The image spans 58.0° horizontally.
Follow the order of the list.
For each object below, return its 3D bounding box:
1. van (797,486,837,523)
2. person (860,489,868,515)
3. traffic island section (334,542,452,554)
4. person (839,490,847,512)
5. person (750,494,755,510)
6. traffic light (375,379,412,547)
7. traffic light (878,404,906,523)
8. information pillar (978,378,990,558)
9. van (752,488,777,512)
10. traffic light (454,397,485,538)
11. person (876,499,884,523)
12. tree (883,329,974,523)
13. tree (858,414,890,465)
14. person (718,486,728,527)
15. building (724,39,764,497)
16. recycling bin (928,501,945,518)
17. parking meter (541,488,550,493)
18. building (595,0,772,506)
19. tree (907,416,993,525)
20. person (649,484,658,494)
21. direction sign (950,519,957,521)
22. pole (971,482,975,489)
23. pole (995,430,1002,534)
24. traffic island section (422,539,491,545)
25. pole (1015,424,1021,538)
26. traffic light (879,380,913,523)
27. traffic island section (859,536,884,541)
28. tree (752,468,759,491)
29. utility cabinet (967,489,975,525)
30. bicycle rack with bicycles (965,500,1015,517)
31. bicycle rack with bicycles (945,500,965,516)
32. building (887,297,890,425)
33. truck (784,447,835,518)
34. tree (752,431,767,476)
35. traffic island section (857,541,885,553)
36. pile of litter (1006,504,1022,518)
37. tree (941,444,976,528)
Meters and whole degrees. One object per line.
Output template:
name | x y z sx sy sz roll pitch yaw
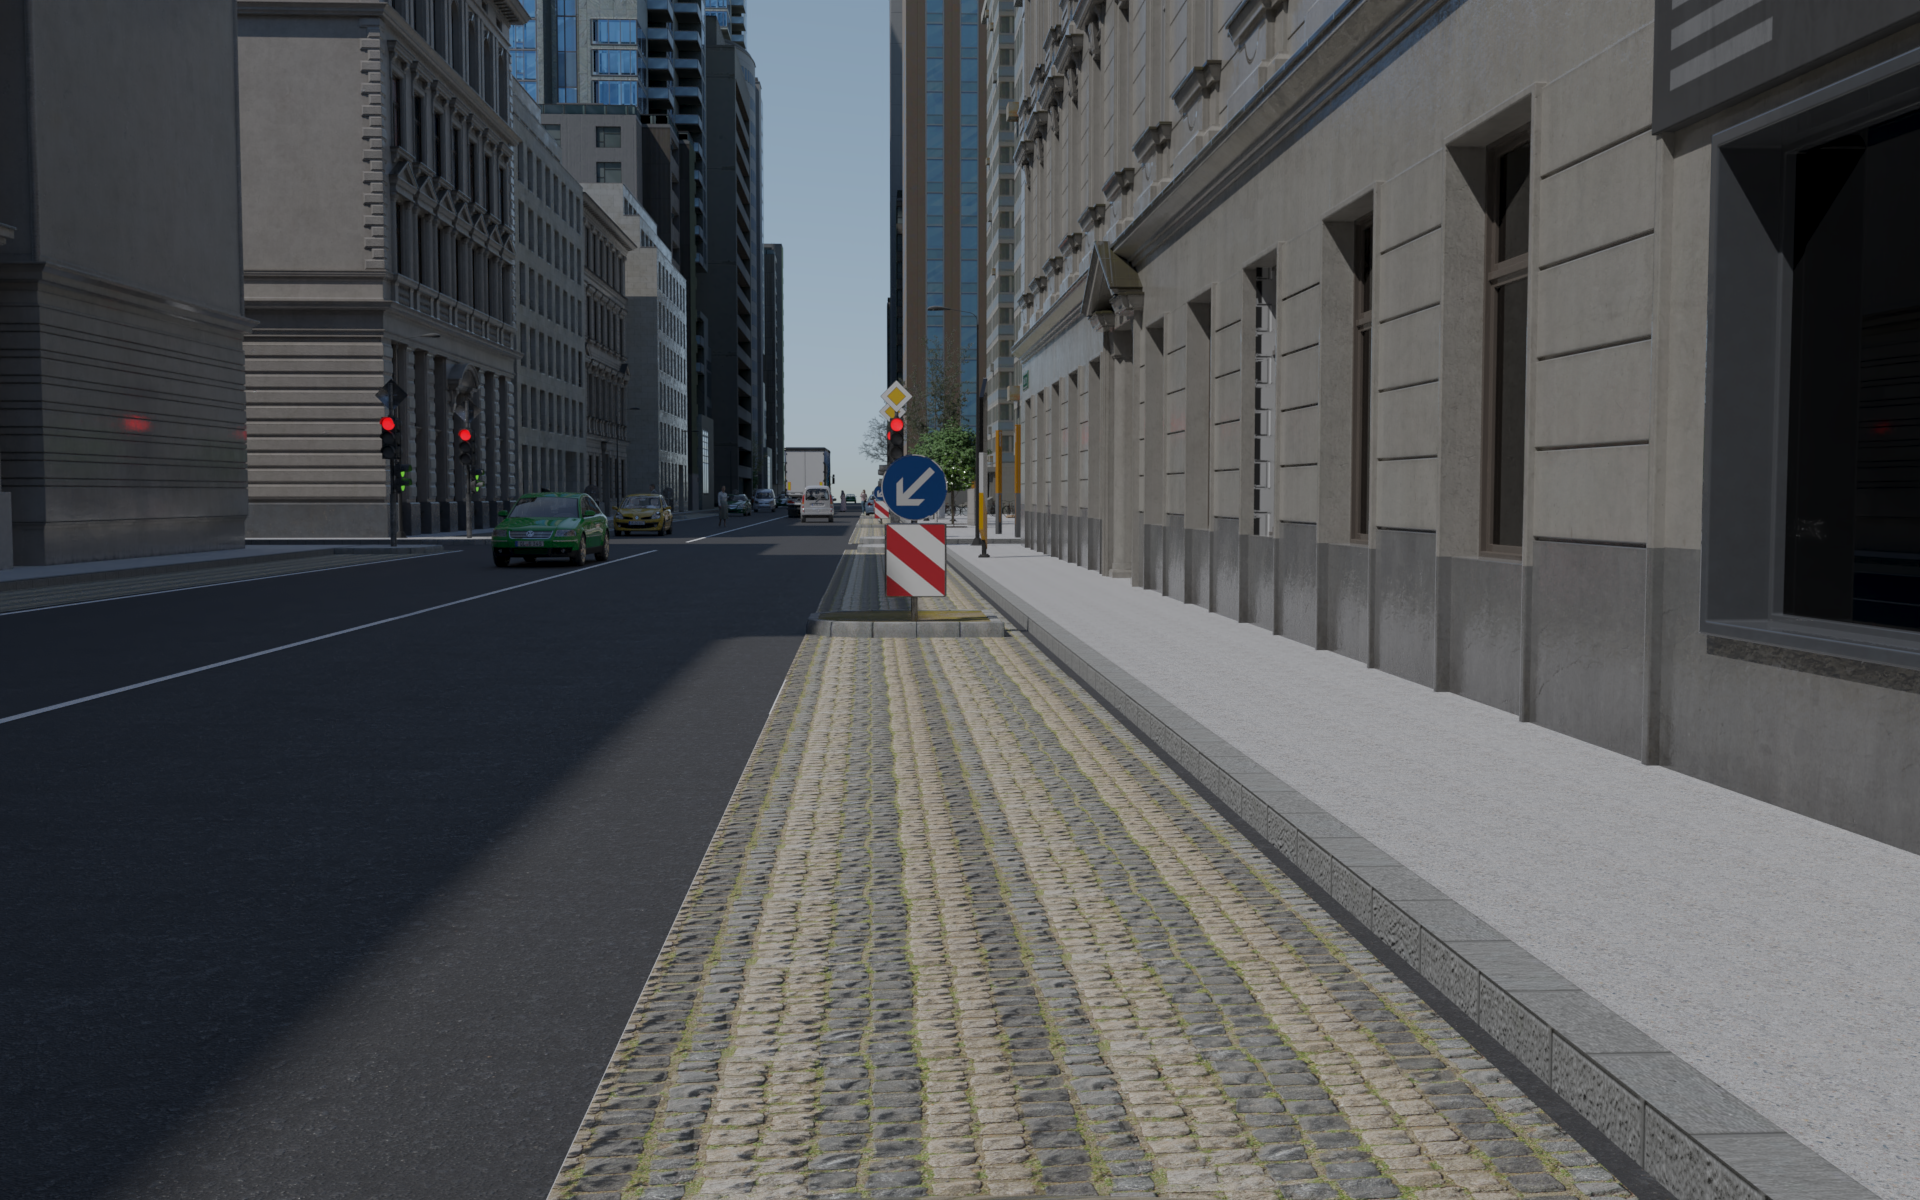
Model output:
van | -7.284 -4.970 88.275 2.013 2.044 4.112 0 4 -5
person | -6.576 -6.791 120.125 0.593 1.750 0.643 -3 5 -42
traffic island section | -13.870 -1.228 42.364 2.009 0.180 2.903 0 4 -3
person | -9.300 -7.833 137.232 0.621 1.740 0.551 0 4 1
person | -18.830 -8.941 157.951 1.065 1.426 0.557 -3 5 -40
traffic light | -13.829 -3.261 42.232 0.839 4.253 0.868 0 4 -3
traffic light | -1.993 -3.788 50.848 0.839 4.253 0.868 0 4 -3
information pillar | 0.472 -2.660 34.846 0.183 3.616 0.504 1 4 11
van | -15.521 -7.986 137.580 2.013 2.044 4.112 0 4 -4
traffic light | -14.238 -3.748 50.207 0.839 4.253 0.868 0 4 -3
person | -3.823 -4.591 83.903 0.444 1.785 0.601 -3 5 -42
tree | -1.179 -7.782 77.604 4.360 8.622 3.978 0 3 0
tree | -7.279 -18.404 211.272 12.009 13.543 11.850 0 3 0
person | -10.414 -4.107 75.877 0.478 1.798 0.641 -2 4 -25
building | -36.704 -41.570 221.660 21.231 58.520 28.212 0 4 -3
recycling bin | -1.264 -4.898 92.631 0.722 1.027 0.722 2 4 26
parking meter | -17.256 -3.896 72.117 0.372 1.533 0.369 0 3 0
building | -38.361 -57.354 250.411 22.319 86.520 31.000 0 4 -3
tree | -0.237 -5.471 73.164 4.285 4.588 4.351 0 3 0
person | -11.750 -3.532 66.366 0.853 1.813 0.709 -2 4 -25
direction sign | -0.324 -5.466 81.362 0.876 3.537 0.379 3 5 41
pole | 0.651 -5.524 84.153 0.158 3.312 0.155 0 3 0
pole | 1.240 -3.764 55.382 0.158 3.312 0.155 0 3 0
traffic island section | -14.278 -1.716 50.339 2.009 0.180 2.903 0 4 -3
pole | 1.701 -3.486 50.845 0.158 3.312 0.155 0 3 0
traffic light | -1.585 -3.300 42.873 0.839 4.253 0.868 0 4 -3
traffic island section | -1.953 -1.754 50.964 2.009 0.180 2.903 0 4 -3
tree | -24.110 -12.955 195.522 4.285 4.588 4.351 0 3 0
utility cabinet | 0.560 -3.797 70.757 0.318 1.500 1.173 1 4 13
bicycle rack with bicycles | 2.335 -5.264 99.443 2.852 0.926 2.925 -1 4 -23
bicycle rack with bicycles | -0.812 -5.339 100.666 2.925 0.926 2.852 -1 4 -11
building | -3.706 -29.497 253.974 14.160 30.474 14.107 0 4 -3
truck | -9.445 -7.337 108.865 2.839 4.237 11.283 0 4 -2
tree | -24.381 -15.322 200.883 4.360 8.622 3.978 0 3 0
traffic island section | -1.544 -1.267 42.989 2.009 0.180 2.903 0 4 -3
pile of litter | 3.045 -4.796 92.371 1.176 0.858 1.719 -1 4 -8
tree | -0.335 -4.377 66.163 1.663 3.219 1.824 0 3 0
